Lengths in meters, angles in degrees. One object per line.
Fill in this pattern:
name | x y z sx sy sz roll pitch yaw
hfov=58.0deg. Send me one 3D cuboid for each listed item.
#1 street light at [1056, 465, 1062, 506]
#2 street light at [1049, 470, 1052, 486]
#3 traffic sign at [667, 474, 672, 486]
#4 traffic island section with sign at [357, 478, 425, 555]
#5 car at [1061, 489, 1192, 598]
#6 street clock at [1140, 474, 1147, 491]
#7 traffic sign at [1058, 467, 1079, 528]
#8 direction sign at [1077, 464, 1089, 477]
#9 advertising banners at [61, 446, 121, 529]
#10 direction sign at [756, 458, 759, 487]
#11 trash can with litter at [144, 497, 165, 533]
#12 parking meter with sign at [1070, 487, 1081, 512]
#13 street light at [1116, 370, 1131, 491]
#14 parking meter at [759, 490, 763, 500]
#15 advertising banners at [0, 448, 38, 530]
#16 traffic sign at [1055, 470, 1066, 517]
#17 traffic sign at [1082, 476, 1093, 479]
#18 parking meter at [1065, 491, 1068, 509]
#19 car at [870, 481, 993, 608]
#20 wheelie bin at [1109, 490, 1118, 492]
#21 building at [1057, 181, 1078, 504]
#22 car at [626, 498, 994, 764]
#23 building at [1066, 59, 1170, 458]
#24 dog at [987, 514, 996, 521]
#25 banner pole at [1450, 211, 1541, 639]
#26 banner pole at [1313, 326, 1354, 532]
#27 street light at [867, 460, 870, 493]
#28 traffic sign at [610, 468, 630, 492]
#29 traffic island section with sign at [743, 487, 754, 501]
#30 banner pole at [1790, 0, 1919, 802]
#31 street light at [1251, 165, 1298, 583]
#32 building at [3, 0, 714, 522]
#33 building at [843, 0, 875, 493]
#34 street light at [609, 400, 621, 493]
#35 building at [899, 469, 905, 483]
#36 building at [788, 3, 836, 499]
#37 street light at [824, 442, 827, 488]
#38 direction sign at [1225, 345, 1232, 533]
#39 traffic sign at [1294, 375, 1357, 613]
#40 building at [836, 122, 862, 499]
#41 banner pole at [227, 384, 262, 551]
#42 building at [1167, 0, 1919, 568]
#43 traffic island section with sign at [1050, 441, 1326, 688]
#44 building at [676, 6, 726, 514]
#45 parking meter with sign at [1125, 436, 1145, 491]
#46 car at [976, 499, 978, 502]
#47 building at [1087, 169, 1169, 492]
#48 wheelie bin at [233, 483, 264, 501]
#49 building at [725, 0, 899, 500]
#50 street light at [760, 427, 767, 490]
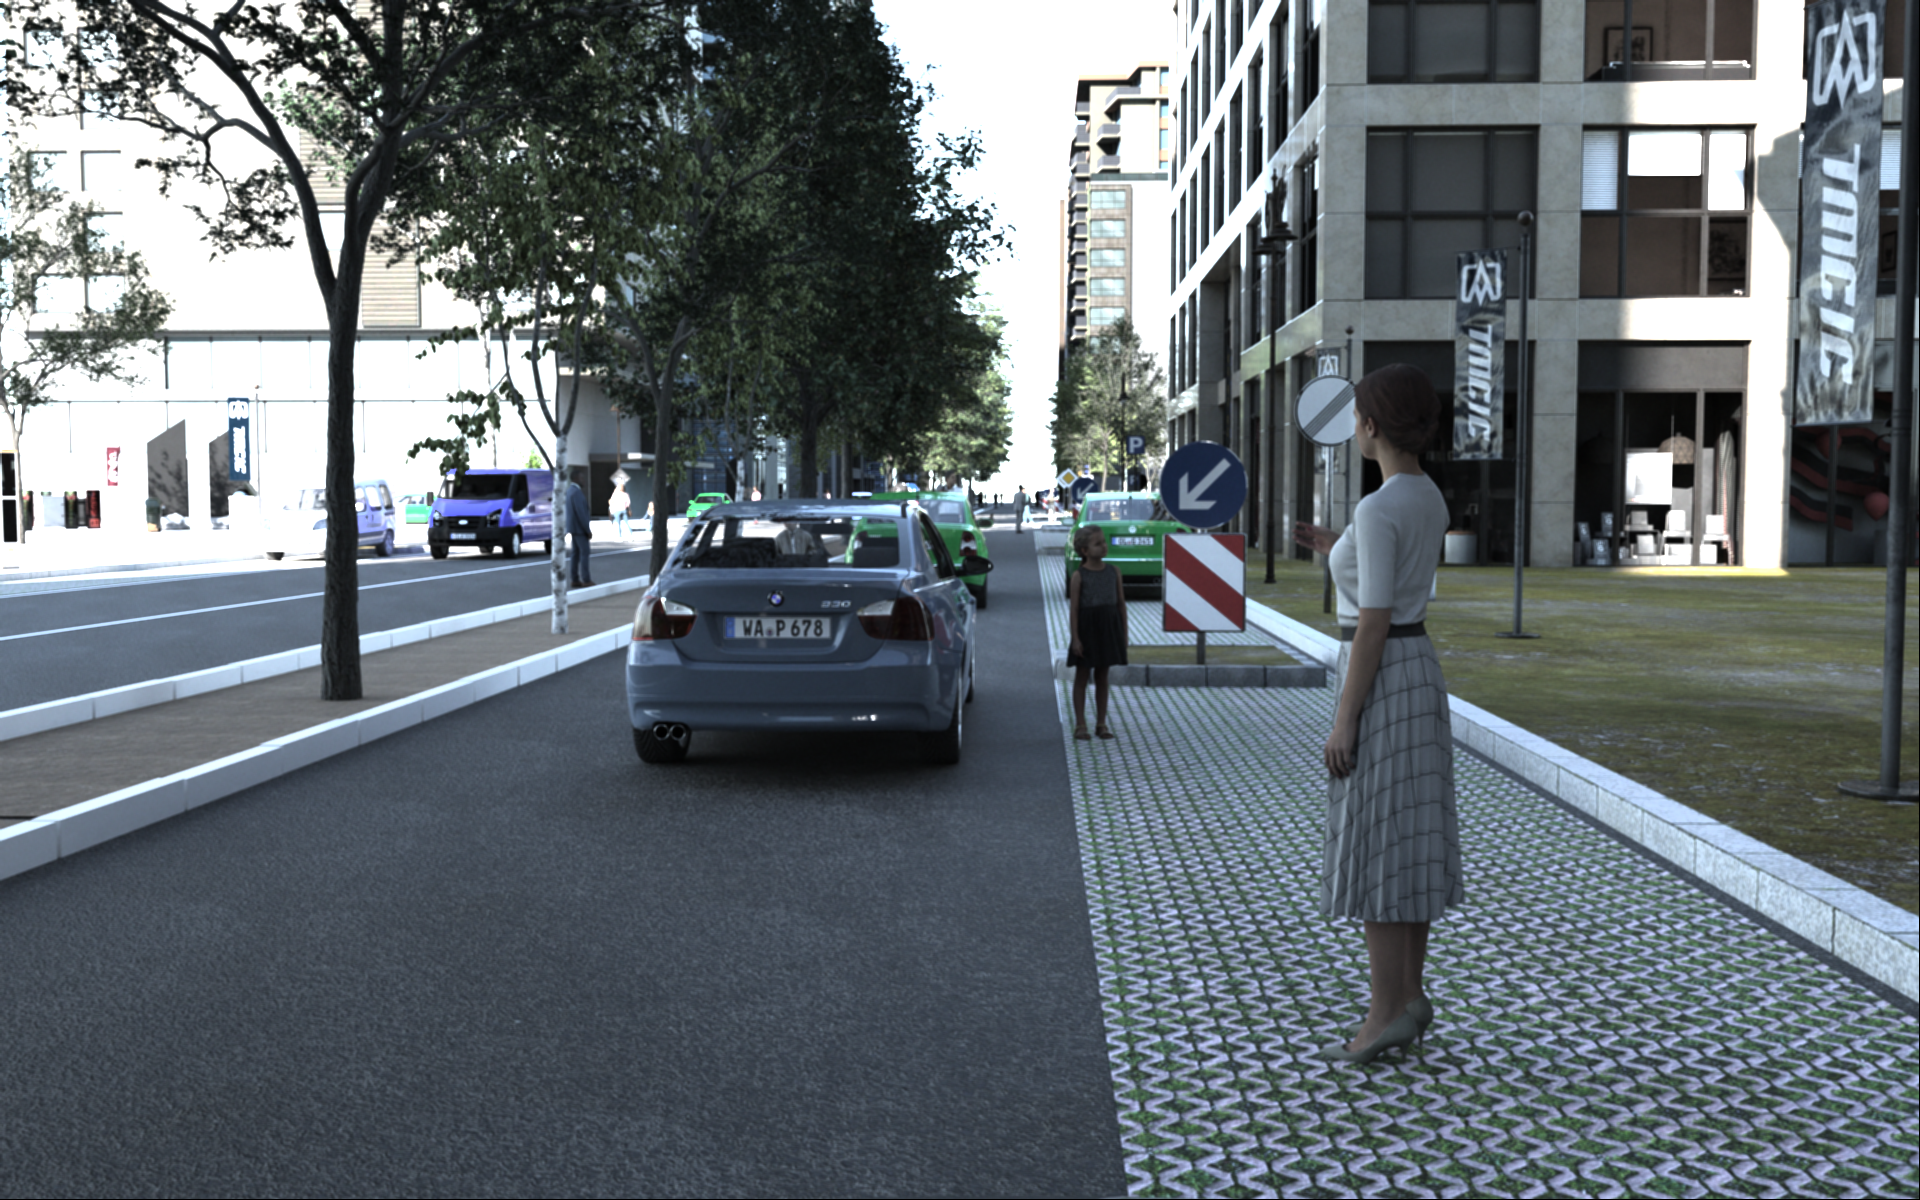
street light | 12.558 -15.351 223.770 0.468 5.910 1.993 0 4 2
street light | 15.862 -20.479 307.611 0.468 5.910 1.993 0 4 2
traffic sign | -12.666 -4.310 74.114 0.795 2.450 0.064 0 4 2
traffic island section with sign | -13.987 -2.012 41.517 1.989 1.847 2.006 0 4 2
car | 2.422 -0.988 24.947 1.959 1.807 4.718 0 4 4
street clock | 6.576 -3.586 63.197 0.471 2.002 0.358 -1 4 -17
traffic sign | 4.098 -3.780 65.441 0.795 2.450 0.064 0 4 2
direction sign | 9.161 -8.398 129.298 0.876 3.537 0.379 0 4 -2
advertising banners | -31.713 -4.104 63.284 2.074 3.025 0.090 -3 5 -42
direction sign | -12.827 -7.214 109.951 0.379 3.537 0.876 0 4 2
trash can with litter | -26.806 -2.831 57.674 0.624 1.170 1.055 -2 4 -25
parking meter with sign | 8.739 -7.834 124.349 1.738 3.016 0.543 -1 4 -12
street light | 6.111 -5.637 64.960 0.468 5.910 1.993 0 4 2
parking meter | -12.867 -6.291 111.275 0.372 1.533 0.369 0 3 0
advertising banners | -36.065 -4.332 67.014 0.090 3.025 2.074 2 4 30
traffic sign | 4.414 -4.268 73.419 0.795 2.450 0.064 0 4 2
traffic sign | 6.964 -5.661 94.683 0.606 2.300 0.079 0 4 8
parking meter | 9.123 -8.521 147.730 0.372 1.533 0.369 0 3 0
car | -0.529 -0.876 23.117 1.959 1.807 4.718 0 4 0
wheelie bin | 11.546 -7.515 130.772 0.980 1.594 0.693 1 4 21
building | 21.293 -36.981 254.750 14.600 45.320 14.200 0 4 2
car | -0.811 0.092 10.503 2.014 1.417 4.499 0 4 2
building | 22.731 -32.077 179.076 22.147 44.769 28.867 0 4 2
dog | 1.695 -4.428 92.587 0.550 0.427 0.748 1 4 8
banner pole | 4.820 -1.563 15.573 0.863 3.779 0.401 3 4 38
banner pole | 5.643 -2.202 26.021 0.401 3.779 0.863 -3 5 -40
street light | -10.159 -13.435 192.448 0.468 5.910 1.993 0 4 2
traffic sign | -12.982 -3.822 66.135 0.795 2.450 0.064 0 4 2
traffic island section with sign | -11.806 -5.370 96.420 1.989 1.847 2.006 0 4 2
banner pole | 3.915 -1.070 7.511 0.401 3.779 0.863 -1 4 -14
street light | 4.467 -3.179 24.759 0.468 5.910 1.993 0 4 2
building | -28.563 -30.564 88.967 28.713 52.752 27.495 0 4 2
building | -20.989 -47.177 209.596 20.563 71.187 20.611 0 4 2
street light | -14.644 -6.213 74.363 0.468 5.910 1.993 0 4 2
building | -21.168 -26.626 280.366 27.650 21.520 28.899 0 4 2
building | -23.777 -37.989 163.120 21.231 58.520 28.212 0 4 2
street light | -11.665 -10.894 150.907 0.468 5.910 1.993 0 4 2
direction sign | 4.144 -2.129 26.803 0.379 3.537 0.876 1 4 13
traffic sign | 3.959 -1.130 18.582 0.768 2.556 0.104 0 4 3
building | -22.407 -34.562 188.782 21.300 48.544 21.600 0 4 2
banner pole | -16.191 -3.018 39.364 0.863 3.779 0.401 -1 4 -12
building | 16.603 -14.788 46.298 19.350 26.468 34.151 0 4 2
traffic island section with sign | 1.741 -0.311 13.713 1.989 1.847 2.006 0 4 2
building | -23.877 -49.681 124.958 22.319 86.520 31.000 0 4 2
parking meter with sign | 5.290 -3.456 52.769 0.543 3.016 1.738 0 4 2
car | 2.597 -16.408 280.072 2.131 1.459 4.920 0 4 1
building | 18.596 -23.635 158.130 14.160 30.474 14.107 0 4 2
wheelie bin | -20.437 -2.558 49.725 0.693 1.594 0.980 0 4 -6
building | -19.642 -57.195 247.813 22.319 86.520 31.000 0 4 2
street light | -13.047 -8.656 114.313 0.468 5.910 1.993 0 4 2
